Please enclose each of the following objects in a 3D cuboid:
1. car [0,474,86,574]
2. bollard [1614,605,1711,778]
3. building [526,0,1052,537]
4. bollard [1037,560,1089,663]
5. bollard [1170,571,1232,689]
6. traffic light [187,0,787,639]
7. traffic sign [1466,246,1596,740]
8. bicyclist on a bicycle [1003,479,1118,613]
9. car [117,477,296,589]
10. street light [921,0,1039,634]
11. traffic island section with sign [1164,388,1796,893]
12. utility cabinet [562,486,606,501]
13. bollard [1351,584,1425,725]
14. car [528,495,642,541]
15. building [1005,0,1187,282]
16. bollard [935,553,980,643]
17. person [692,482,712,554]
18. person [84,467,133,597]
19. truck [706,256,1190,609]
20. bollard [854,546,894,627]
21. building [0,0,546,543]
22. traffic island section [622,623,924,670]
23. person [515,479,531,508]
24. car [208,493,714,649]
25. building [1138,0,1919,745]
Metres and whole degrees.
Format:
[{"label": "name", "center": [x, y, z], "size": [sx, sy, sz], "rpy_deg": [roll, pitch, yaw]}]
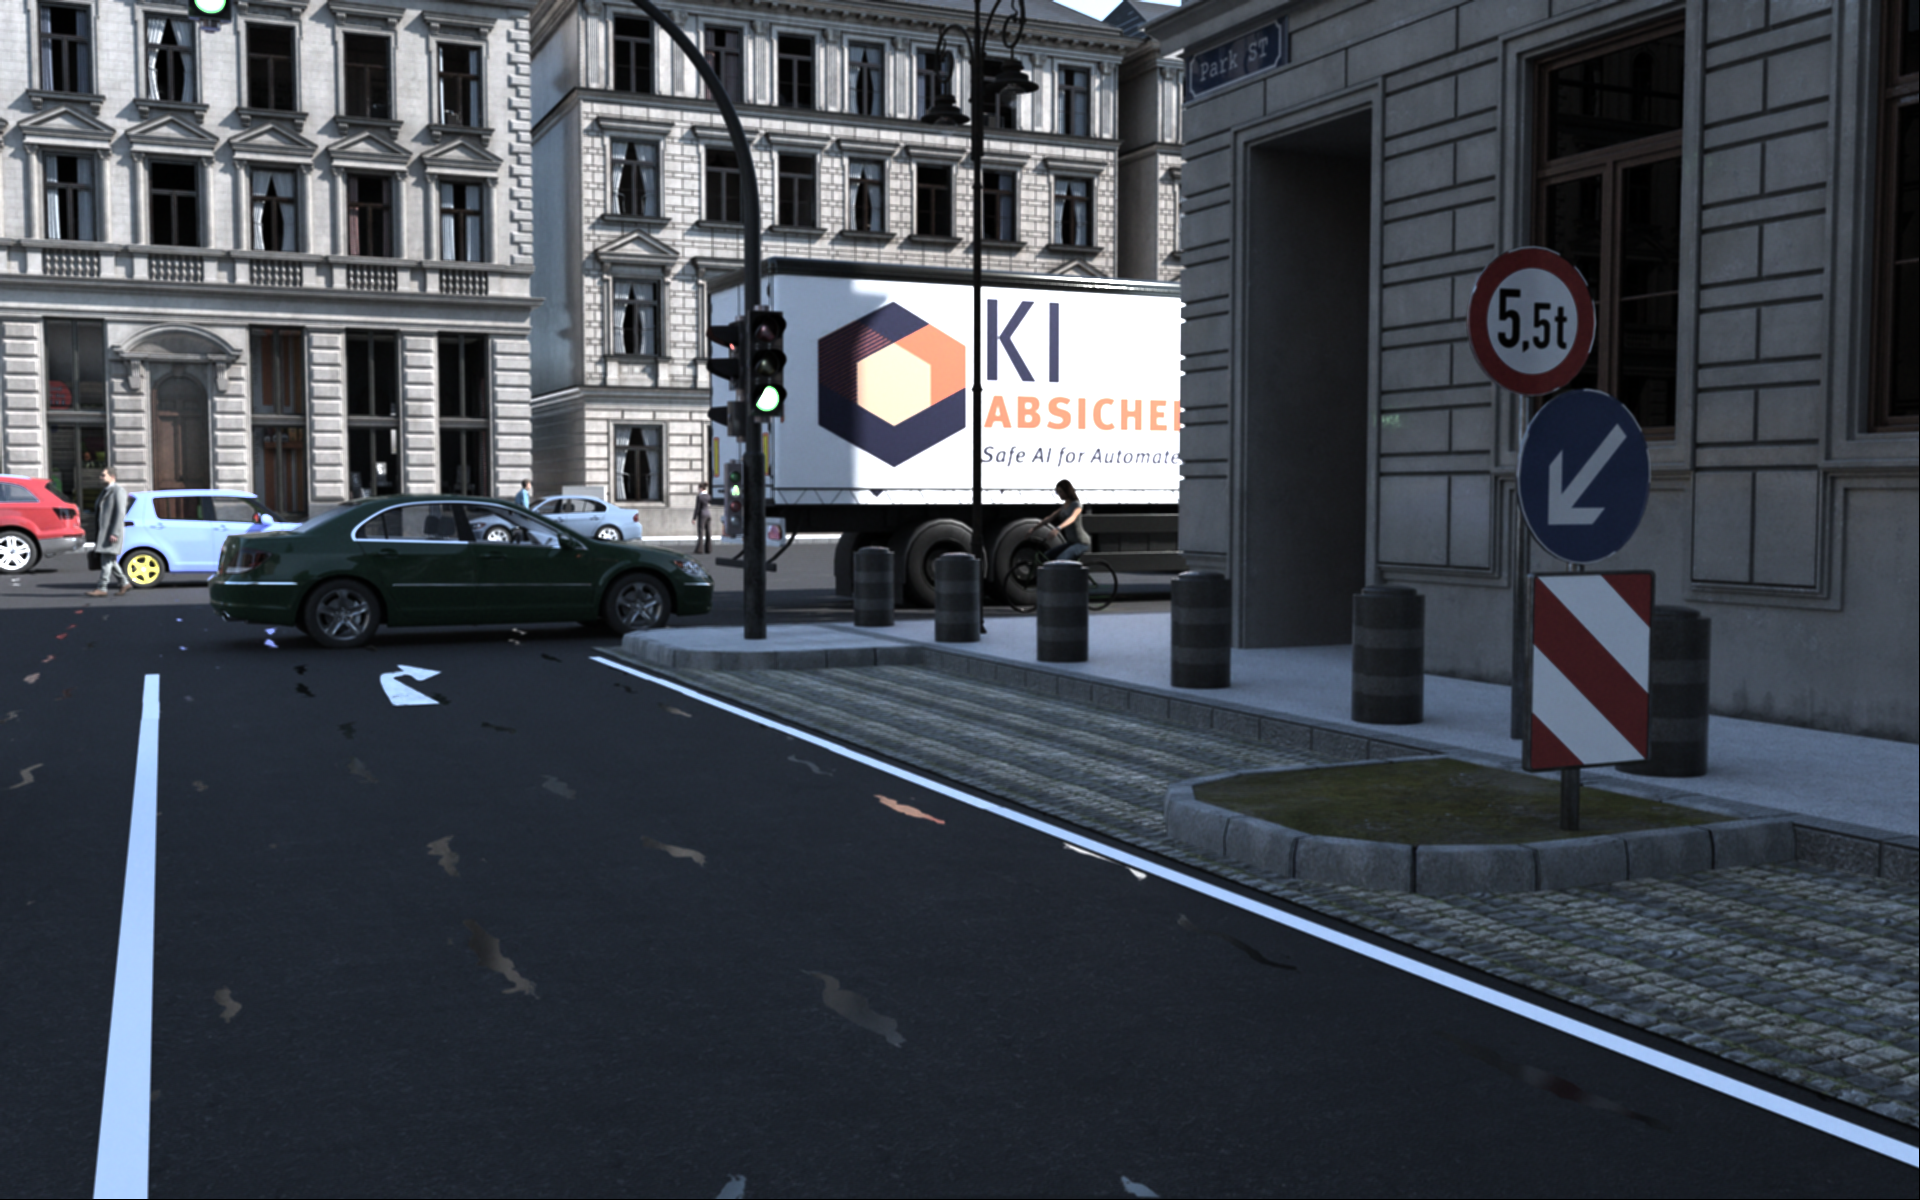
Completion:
[{"label": "car", "center": [-18.676, -1.372, 31.101], "size": [5.304, 1.827, 2.281], "rpy_deg": [-2, 4, -25]}, {"label": "bollard", "center": [3.247, 0.410, 8.006], "size": [0.404, 0.777, 0.398], "rpy_deg": [0, 3, 0]}, {"label": "building", "center": [-4.811, -11.844, 58.284], "size": [19.286, 19.102, 10.561], "rpy_deg": [-2, 4, -25]}, {"label": "bollard", "center": [0.791, 0.083, 13.353], "size": [0.404, 0.777, 0.398], "rpy_deg": [0, 3, 0]}, {"label": "bollard", "center": [1.610, 0.192, 11.571], "size": [0.404, 0.777, 0.398], "rpy_deg": [0, 3, 0]}, {"label": "traffic light", "center": [-3.718, -2.423, 14.283], "size": [4.771, 5.953, 1.251], "rpy_deg": [-2, 4, -25]}, {"label": "traffic sign", "center": [2.932, -0.545, 9.010], "size": [0.768, 2.556, 0.104], "rpy_deg": [-1, 4, -17]}, {"label": "bicyclist on a bicycle", "center": [1.233, -0.675, 21.061], "size": [1.625, 1.676, 1.499], "rpy_deg": [-2, 4, -26]}, {"label": "car", "center": [-11.538, -1.091, 27.427], "size": [3.694, 1.707, 1.945], "rpy_deg": [-2, 4, -26]}, {"label": "street light", "center": [0.157, -2.632, 15.815], "size": [0.468, 5.910, 1.993], "rpy_deg": [-2, 4, -25]}, {"label": "traffic island section with sign", "center": [1.940, 0.088, 7.185], "size": [1.989, 1.847, 2.006], "rpy_deg": [-2, 4, -25]}, {"label": "utility cabinet", "center": [-10.521, -2.438, 48.533], "size": [1.173, 1.500, 0.318], "rpy_deg": [0, 4, -4]}, {"label": "bollard", "center": [2.421, 0.301, 9.797], "size": [0.404, 0.777, 0.398], "rpy_deg": [0, 3, 0]}, {"label": "car", "center": [-10.473, -1.988, 44.514], "size": [4.499, 1.417, 2.014], "rpy_deg": [-1, 4, -23]}, {"label": "building", "center": [12.819, -12.322, 66.092], "size": [19.286, 19.102, 10.561], "rpy_deg": [-2, 4, -25]}, {"label": "bollard", "center": [-0.023, -0.025, 15.124], "size": [0.404, 0.777, 0.398], "rpy_deg": [0, 3, 0]}, {"label": "person", "center": [-6.178, -1.986, 41.778], "size": [0.445, 1.727, 0.742], "rpy_deg": [0, 4, 8]}, {"label": "person", "center": [-11.957, -0.959, 24.284], "size": [0.694, 1.812, 0.767], "rpy_deg": [3, 5, 40]}, {"label": "truck", "center": [2.289, -2.144, 23.969], "size": [11.283, 4.237, 2.839], "rpy_deg": [-2, 4, -26]}, {"label": "bollard", "center": [-0.839, -0.133, 16.897], "size": [0.404, 0.777, 0.398], "rpy_deg": [0, 3, 0]}, {"label": "building", "center": [-22.632, -13.503, 49.651], "size": [19.941, 23.489, 11.050], "rpy_deg": [-2, 4, -25]}, {"label": "traffic island section", "center": [-1.813, 0.420, 15.419], "size": [2.009, 0.180, 2.903], "rpy_deg": [-2, 4, -25]}, {"label": "person", "center": [-10.398, -1.973, 41.102], "size": [0.444, 1.785, 0.601], "rpy_deg": [-2, 4, -26]}, {"label": "car", "center": [-4.885, -0.343, 17.410], "size": [4.920, 1.459, 2.131], "rpy_deg": [-2, 4, -26]}, {"label": "building", "center": [10.571, -10.493, 7.710], "size": [11.583, 22.565, 21.152], "rpy_deg": [-2, 4, -25]}]
